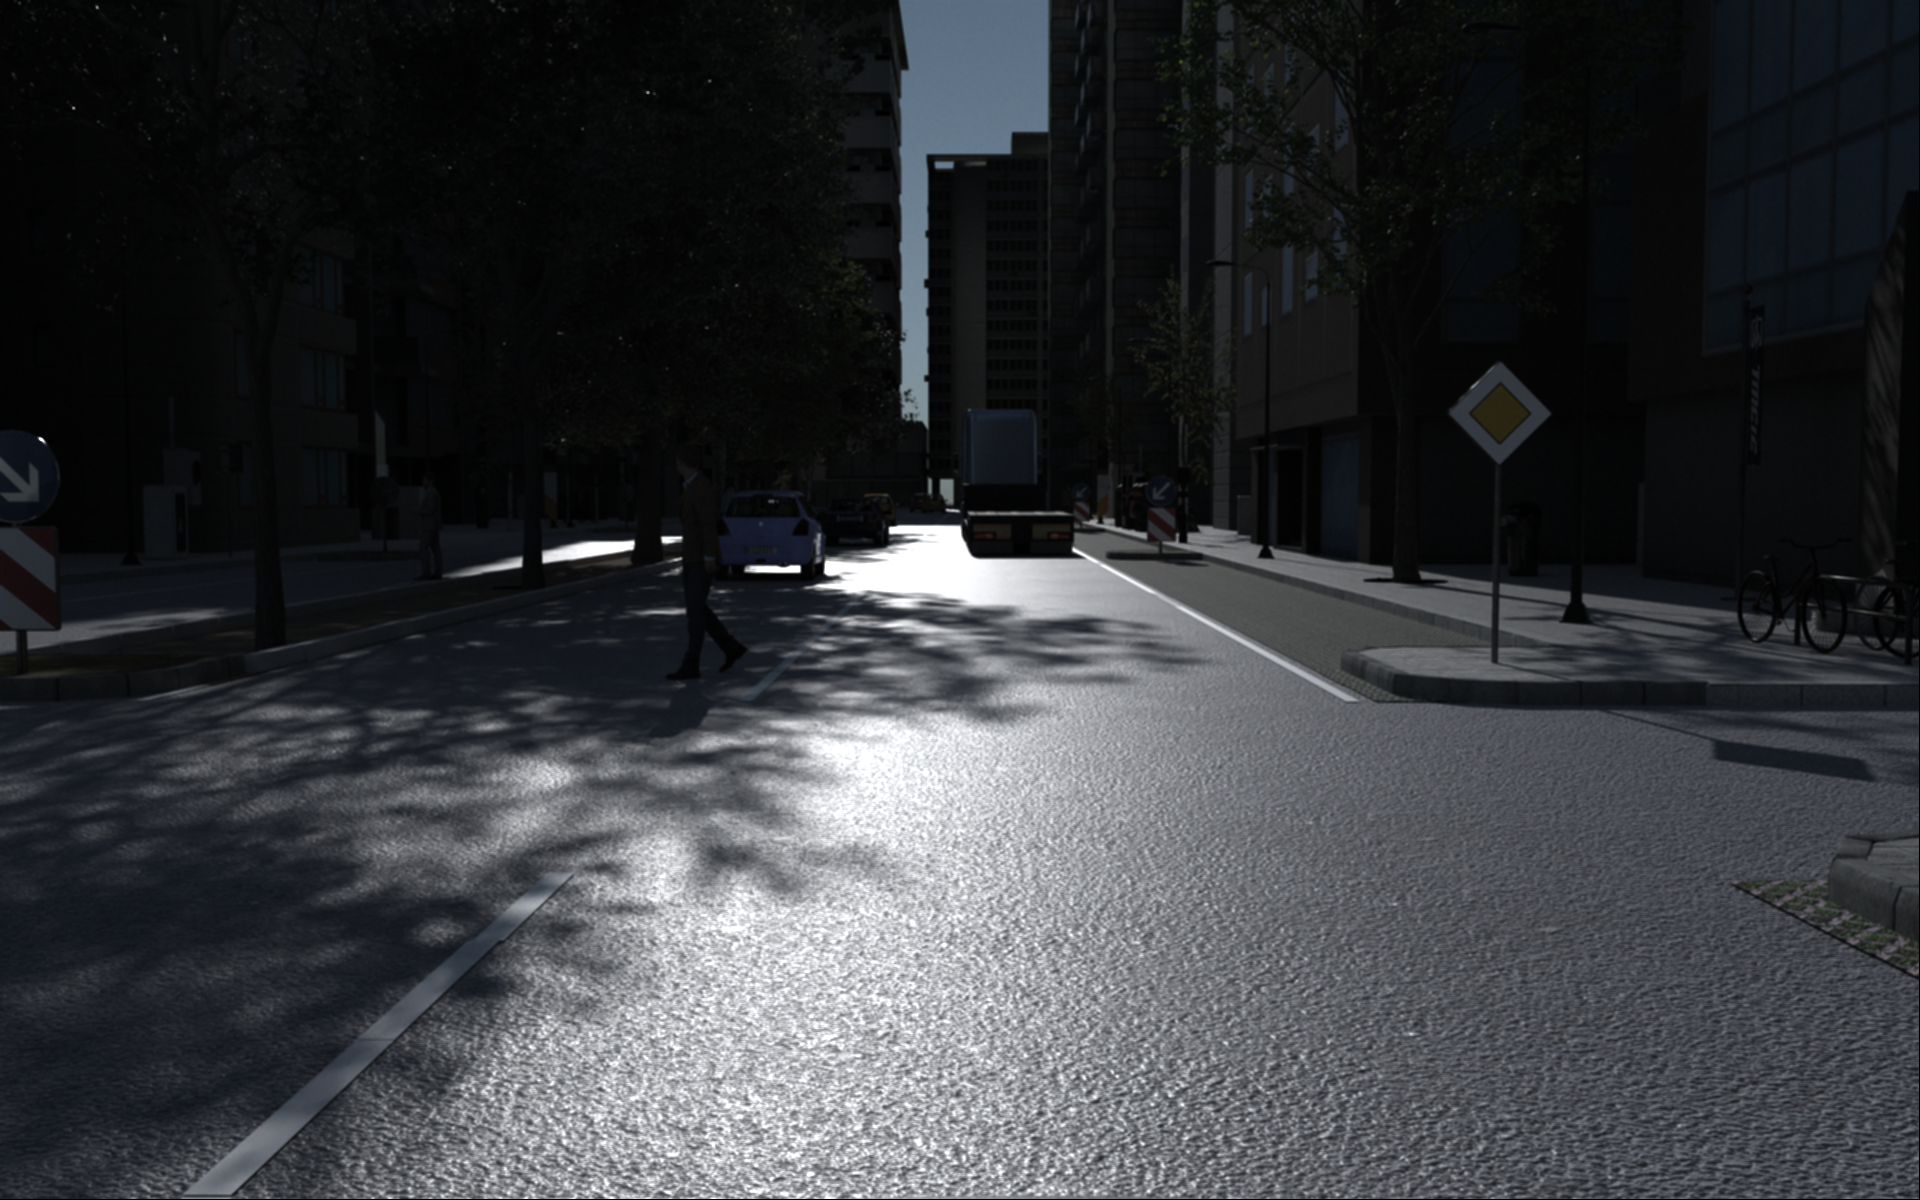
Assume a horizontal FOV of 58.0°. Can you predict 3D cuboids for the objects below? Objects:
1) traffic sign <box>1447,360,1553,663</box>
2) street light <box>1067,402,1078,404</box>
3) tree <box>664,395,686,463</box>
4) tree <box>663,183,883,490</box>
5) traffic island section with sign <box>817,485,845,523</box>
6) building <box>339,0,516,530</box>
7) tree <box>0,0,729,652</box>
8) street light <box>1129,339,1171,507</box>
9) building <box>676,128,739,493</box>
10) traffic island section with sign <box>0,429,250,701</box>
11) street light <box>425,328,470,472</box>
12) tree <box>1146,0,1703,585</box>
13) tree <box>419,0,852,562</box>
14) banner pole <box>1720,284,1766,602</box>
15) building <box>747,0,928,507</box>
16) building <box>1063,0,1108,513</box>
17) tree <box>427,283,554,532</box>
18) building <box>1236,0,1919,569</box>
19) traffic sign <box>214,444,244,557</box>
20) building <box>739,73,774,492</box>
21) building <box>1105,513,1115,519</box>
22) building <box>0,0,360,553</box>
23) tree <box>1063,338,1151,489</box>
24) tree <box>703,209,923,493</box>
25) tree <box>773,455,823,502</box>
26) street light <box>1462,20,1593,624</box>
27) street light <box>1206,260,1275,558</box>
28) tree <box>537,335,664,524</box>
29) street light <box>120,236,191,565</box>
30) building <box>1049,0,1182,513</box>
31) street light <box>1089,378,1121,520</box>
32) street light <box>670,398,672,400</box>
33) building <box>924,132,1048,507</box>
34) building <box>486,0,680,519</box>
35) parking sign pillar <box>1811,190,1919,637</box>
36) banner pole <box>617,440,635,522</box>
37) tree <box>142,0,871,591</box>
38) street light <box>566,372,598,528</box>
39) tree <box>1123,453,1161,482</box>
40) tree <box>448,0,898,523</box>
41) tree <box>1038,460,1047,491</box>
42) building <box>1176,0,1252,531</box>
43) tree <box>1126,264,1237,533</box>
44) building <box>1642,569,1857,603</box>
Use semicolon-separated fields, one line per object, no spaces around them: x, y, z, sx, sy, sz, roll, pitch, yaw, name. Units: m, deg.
4.063;-0.579;13.112;0.795;2.450;0.064;0;4;0;traffic sign
6.032;-7.005;87.078;1.470;5.913;1.316;0;4;0;street light
-15.733;-8.371;87.226;4.360;8.622;3.978;0;3;0;tree
-6.488;-8.396;57.858;7.486;12.596;7.792;0;3;0;tree
-6.241;-4.888;88.053;2.006;1.907;1.989;0;4;0;traffic island section with sign
-30.611;-25.258;67.588;22.147;44.769;28.867;0;4;0;building
-6.159;-4.814;15.575;8.767;10.594;7.601;0;4;0;tree
5.749;-4.857;51.960;1.470;5.913;1.316;0;4;0;street light
-22.068;-20.686;109.916;14.160;30.474;14.107;0;4;0;building
-6.697;-0.292;12.916;2.006;1.907;1.989;0;4;0;traffic island section with sign
-14.383;-4.648;48.528;1.470;5.913;1.316;0;4;0;street light
6.306;-6.059;24.823;9.928;11.665;9.643;0;3;0;tree
-6.630;-7.784;36.374;9.857;13.997;8.962;0;3;0;tree
9.348;-1.865;20.516;0.401;3.779;0.863;0;4;6;banner pole
-17.513;-36.453;185.251;27.495;52.752;28.713;0;4;0;building
19.423;-30.496;118.212;23.786;49.044;30.456;0;4;0;building
-15.426;-6.607;58.390;4.737;8.622;4.395;0;3;0;tree
14.038;-23.648;36.755;14.600;45.320;14.200;0;4;0;building
-14.809;-2.017;35.100;0.606;2.300;0.079;0;4;2;traffic sign
-28.380;-27.871;147.573;23.993;40.220;32.217;0;4;0;building
15.057;-25.232;96.143;14.154;41.232;14.086;0;4;0;building
-30.004;-11.403;31.479;27.650;21.520;28.899;0;4;0;building
6.966;-8.104;82.858;4.737;8.622;4.395;0;3;0;tree
-6.321;-8.992;66.485;9.611;12.733;9.660;0;3;0;tree
-6.567;-7.472;74.993;4.360;8.622;3.978;0;3;0;tree
5.625;-2.730;17.170;1.470;5.913;1.316;0;4;0;street light
5.591;-3.794;34.566;1.470;5.913;1.316;0;4;0;street light
-16.012;-7.636;75.211;4.360;8.622;3.978;0;3;0;tree
-14.450;-3.584;31.133;1.470;5.913;1.316;0;4;0;street light
14.090;-27.958;140.713;14.154;41.232;14.086;0;4;0;building
5.855;-5.921;69.355;1.470;5.913;1.316;0;4;0;street light
-14.159;-6.787;83.503;1.470;5.913;1.316;0;4;0;street light
8.249;-30.375;188.508;23.993;40.220;32.217;0;4;0;building
-23.810;-25.194;95.516;14.154;41.232;14.086;0;4;0;building
8.756;-1.688;16.068;1.447;3.967;1.447;1;4;14;parking sign pillar
-15.500;-5.520;80.267;0.863;3.779;0.401;0;4;-3;banner pole
-6.357;-6.884;25.374;12.009;13.543;11.850;0;3;0;tree
-14.363;-5.723;66.109;1.470;5.913;1.316;0;4;0;street light
7.854;-4.893;74.596;1.663;3.219;1.824;0;3;0;tree
-7.762;-11.569;47.505;12.611;20.169;13.585;0;3;0;tree
7.883;-11.144;165.923;4.285;4.588;4.351;0;3;0;tree
20.039;-32.482;73.082;21.231;58.520;28.212;0;4;0;building
7.577;-6.468;56.110;4.360;8.622;3.978;0;3;0;tree
17.172;-22.512;18.182;14.200;45.320;14.600;0;4;0;building
